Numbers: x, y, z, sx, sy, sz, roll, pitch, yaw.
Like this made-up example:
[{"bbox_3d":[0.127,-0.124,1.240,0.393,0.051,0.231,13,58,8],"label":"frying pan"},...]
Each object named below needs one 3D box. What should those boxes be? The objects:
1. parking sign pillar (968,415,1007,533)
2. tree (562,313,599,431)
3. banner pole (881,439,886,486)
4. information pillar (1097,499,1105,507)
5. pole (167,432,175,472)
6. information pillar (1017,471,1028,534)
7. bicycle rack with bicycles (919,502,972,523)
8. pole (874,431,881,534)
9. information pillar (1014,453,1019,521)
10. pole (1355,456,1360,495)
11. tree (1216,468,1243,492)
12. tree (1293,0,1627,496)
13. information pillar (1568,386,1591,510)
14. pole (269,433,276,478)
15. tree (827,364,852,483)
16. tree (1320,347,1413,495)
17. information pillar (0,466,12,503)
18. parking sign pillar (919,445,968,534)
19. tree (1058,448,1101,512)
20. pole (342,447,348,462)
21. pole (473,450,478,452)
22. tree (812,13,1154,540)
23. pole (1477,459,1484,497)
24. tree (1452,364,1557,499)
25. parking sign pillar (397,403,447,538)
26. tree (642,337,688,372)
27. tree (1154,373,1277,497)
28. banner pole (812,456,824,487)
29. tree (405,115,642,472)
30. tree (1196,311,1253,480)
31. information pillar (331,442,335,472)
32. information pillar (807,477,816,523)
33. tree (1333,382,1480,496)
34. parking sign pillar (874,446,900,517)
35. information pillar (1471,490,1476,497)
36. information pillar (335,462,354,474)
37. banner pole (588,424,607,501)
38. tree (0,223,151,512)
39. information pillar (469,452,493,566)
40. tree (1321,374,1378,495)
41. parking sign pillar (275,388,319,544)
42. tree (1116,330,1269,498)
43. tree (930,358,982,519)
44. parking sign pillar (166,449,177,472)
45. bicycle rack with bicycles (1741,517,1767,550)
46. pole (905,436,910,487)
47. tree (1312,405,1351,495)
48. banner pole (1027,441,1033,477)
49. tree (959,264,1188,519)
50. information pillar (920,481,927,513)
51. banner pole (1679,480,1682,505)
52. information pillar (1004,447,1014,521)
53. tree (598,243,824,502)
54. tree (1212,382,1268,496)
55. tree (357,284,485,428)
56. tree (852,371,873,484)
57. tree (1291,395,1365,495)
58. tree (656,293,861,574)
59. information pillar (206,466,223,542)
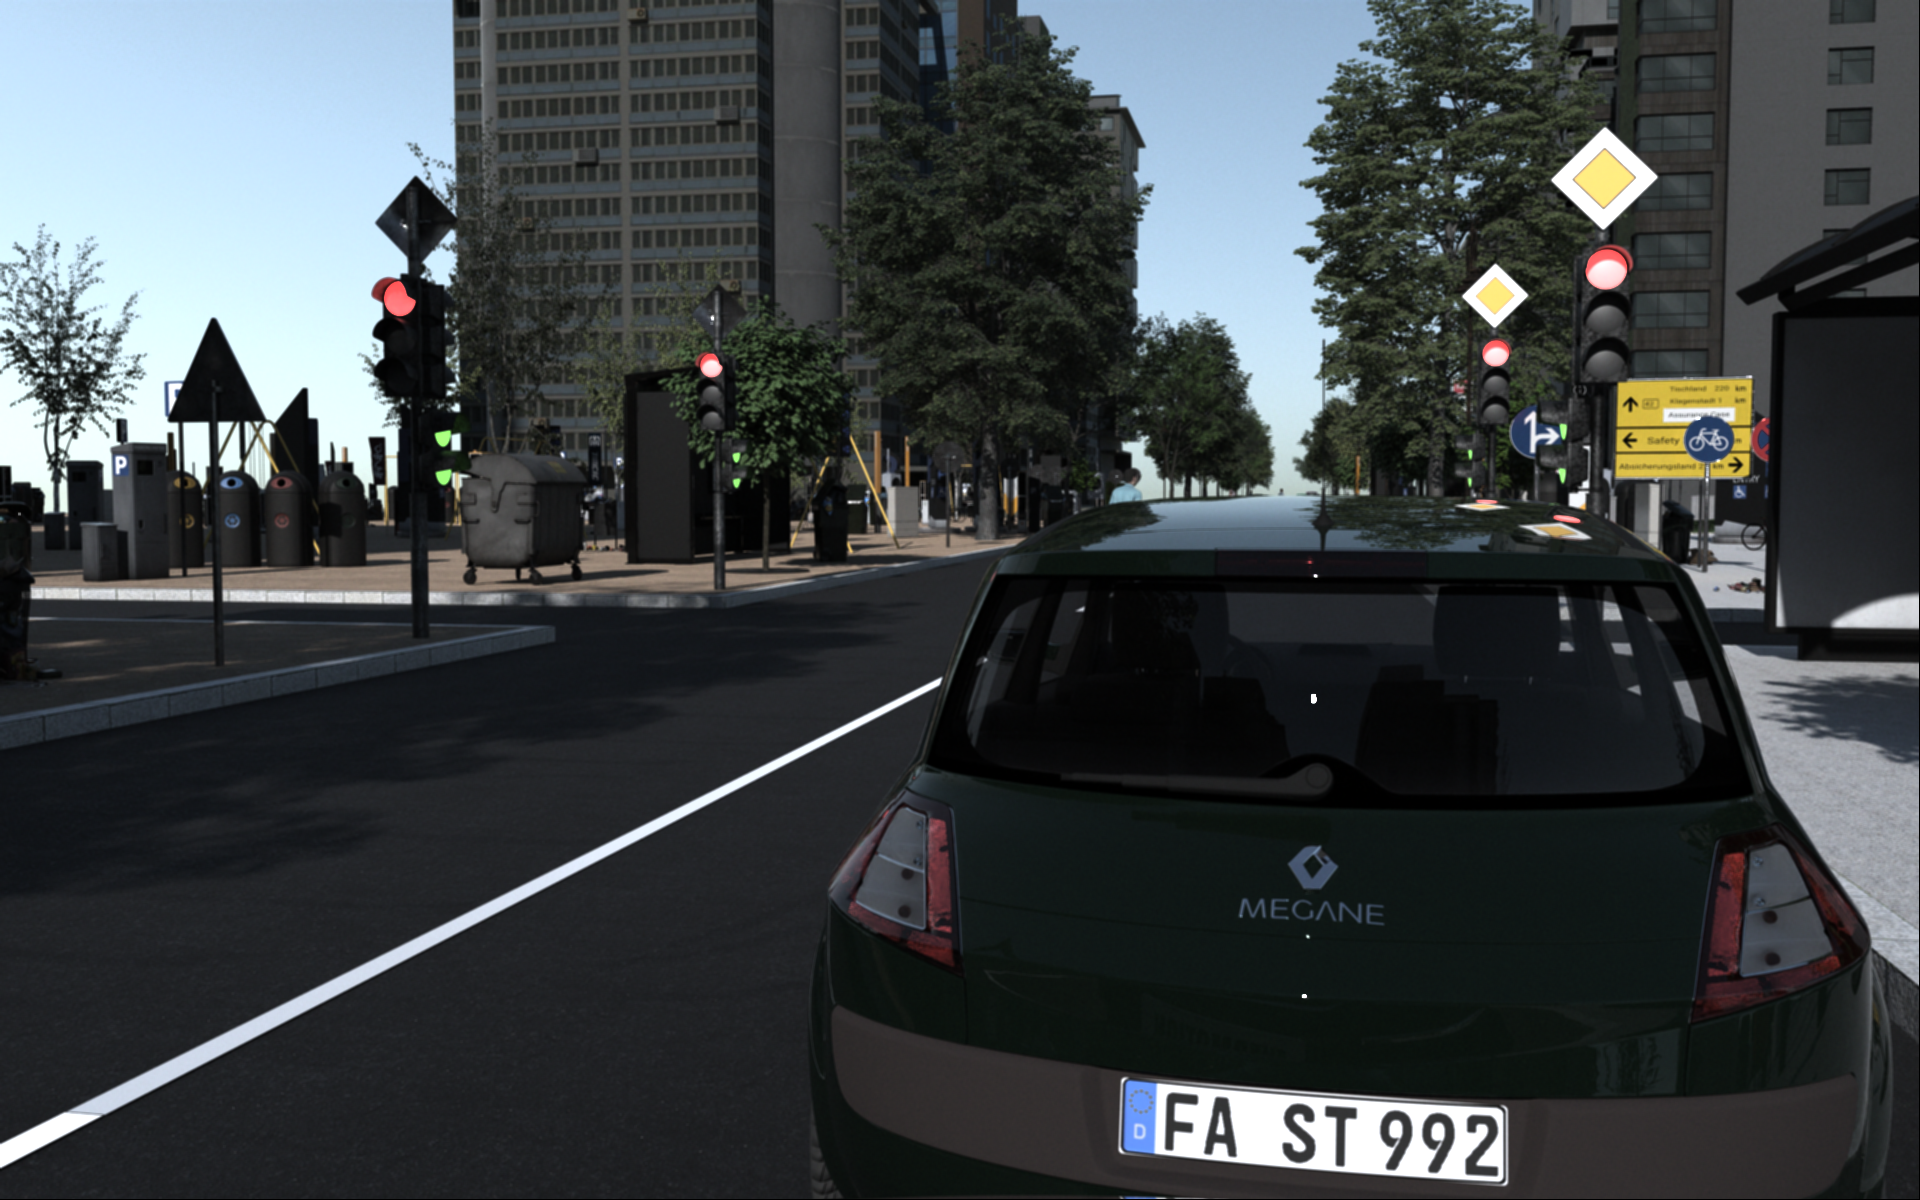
[{"bbox_3d":[0.867,-4.270,58.293,1.447,3.967,1.447,-1,4,-21],"label":"parking sign pillar"},{"bbox_3d":[-12.733,-7.031,65.318,4.737,8.622,4.395,0,3,0],"label":"tree"},{"bbox_3d":[-3.494,-5.429,78.780,0.401,3.779,0.863,1,4,16],"label":"banner pole"},{"bbox_3d":[6.609,-4.695,81.250,0.304,2.012,0.304,2,4,30],"label":"information pillar"},{"bbox_3d":[-26.081,-3.882,57.313,0.158,3.312,0.155,0,3,0],"label":"pole"},{"bbox_3d":[2.008,-3.126,55.596,0.304,2.012,0.304,0,4,7],"label":"information pillar"},{"bbox_3d":[-0.850,-3.978,78.428,2.925,0.926,2.852,-2,4,-25],"label":"bicycle rack with bicycles"},{"bbox_3d":[-2.669,-3.810,56.139,0.158,3.312,0.155,0,3,0],"label":"pole"},{"bbox_3d":[2.548,-5.503,81.330,0.504,3.616,0.183,-2,4,-24],"label":"information pillar"},{"bbox_3d":[21.292,-6.050,92.759,0.158,3.312,0.155,0,3,0],"label":"pole"},{"bbox_3d":[29.778,-12.638,190.347,4.285,4.588,4.351,0,3,0],"label":"tree"},{"bbox_3d":[10.667,-7.303,37.524,7.486,12.596,7.792,0,3,0],"label":"tree"},{"bbox_3d":[10.700,-2.348,29.742,0.504,3.616,0.183,1,4,13],"label":"information pillar"},{"bbox_3d":[-22.981,-3.922,57.964,0.158,3.312,0.155,0,3,0],"label":"pole"},{"bbox_3d":[-7.662,-7.391,71.208,4.737,8.622,4.395,0,3,0],"label":"tree"},{"bbox_3d":[20.640,-8.218,84.733,4.360,8.622,3.978,0,3,0],"label":"tree"},{"bbox_3d":[-24.890,-2.481,45.061,0.304,2.012,0.304,0,4,8],"label":"information pillar"},{"bbox_3d":[-0.701,-4.138,56.128,1.447,3.967,1.447,-1,4,-12],"label":"parking sign pillar"},{"bbox_3d":[5.111,-4.744,72.167,1.663,3.219,1.824,0,3,0],"label":"tree"},{"bbox_3d":[-26.766,-4.991,75.444,0.158,3.312,0.155,0,3,0],"label":"pole"},{"bbox_3d":[-22.339,-5.269,79.984,0.158,3.312,0.155,0,3,0],"label":"pole"},{"bbox_3d":[0.788,-8.646,48.011,9.857,13.997,8.962,0,3,0],"label":"tree"},{"bbox_3d":[18.746,-4.191,62.359,0.158,3.312,0.155,0,3,0],"label":"pole"},{"bbox_3d":[8.259,-1.920,25.992,1.663,3.219,1.824,0,3,0],"label":"tree"},{"bbox_3d":[-15.939,-3.839,51.234,1.447,3.967,1.447,1,4,9],"label":"parking sign pillar"},{"bbox_3d":[-13.680,-7.925,79.936,4.360,8.622,3.978,0,3,0],"label":"tree"},{"bbox_3d":[21.576,-14.435,153.023,9.611,12.733,9.660,0,3,0],"label":"tree"},{"bbox_3d":[-6.508,-5.440,78.963,0.863,3.779,0.401,-3,5,-39],"label":"banner pole"},{"bbox_3d":[-8.949,-5.120,34.075,4.360,8.622,3.978,0,3,0],"label":"tree"},{"bbox_3d":[16.153,-13.214,122.696,9.857,13.997,8.962,0,3,0],"label":"tree"},{"bbox_3d":[-28.230,-5.301,78.024,0.183,3.616,0.504,-1,4,-10],"label":"information pillar"},{"bbox_3d":[-6.498,-4.368,75.913,0.304,2.012,0.304,-2,4,-33],"label":"information pillar"},{"bbox_3d":[12.663,-3.903,47.532,4.285,4.588,4.351,0,3,0],"label":"tree"},{"bbox_3d":[-3.615,-5.965,86.003,1.447,3.967,1.447,0,4,-5],"label":"parking sign pillar"},{"bbox_3d":[21.585,-4.983,72.823,0.183,3.616,0.504,0,4,-3],"label":"information pillar"},{"bbox_3d":[-14.140,-2.161,39.830,0.304,2.012,0.304,3,5,43],"label":"information pillar"},{"bbox_3d":[-12.974,-4.425,62.365,0.863,3.779,0.401,0,4,-4],"label":"banner pole"},{"bbox_3d":[-25.027,-5.988,48.267,4.360,8.622,3.978,0,3,0],"label":"tree"},{"bbox_3d":[-8.417,-1.591,30.508,0.304,2.012,0.304,2,4,28],"label":"information pillar"},{"bbox_3d":[23.345,-9.124,99.534,4.737,8.622,4.395,0,3,0],"label":"tree"},{"bbox_3d":[-17.046,-3.429,44.533,1.447,3.967,1.447,3,4,36],"label":"parking sign pillar"},{"bbox_3d":[13.530,-11.343,111.218,9.928,11.665,9.643,0,3,0],"label":"tree"},{"bbox_3d":[0.053,-8.372,87.245,4.360,8.622,3.978,0,3,0],"label":"tree"},{"bbox_3d":[-47.418,-7.031,103.423,1.447,3.967,1.447,1,4,22],"label":"parking sign pillar"},{"bbox_3d":[19.562,-1.562,38.921,2.852,0.926,2.925,-2,4,-27],"label":"bicycle rack with bicycles"},{"bbox_3d":[-1.862,-4.122,61.231,0.158,3.312,0.155,0,3,0],"label":"pole"},{"bbox_3d":[39.445,-14.851,177.223,7.601,10.594,8.767,-1,4,-21],"label":"tree"},{"bbox_3d":[3.256,-5.553,80.807,0.401,3.779,0.863,-1,4,-15],"label":"banner pole"},{"bbox_3d":[4.064,-8.011,65.397,8.767,10.594,7.601,-1,4,-16],"label":"tree"},{"bbox_3d":[-2.024,-5.634,96.602,0.304,2.012,0.304,2,4,27],"label":"information pillar"},{"bbox_3d":[30.008,-5.020,72.094,0.401,3.779,0.863,1,4,21],"label":"banner pole"},{"bbox_3d":[2.209,-5.450,80.455,0.183,3.616,0.504,2,4,31],"label":"information pillar"},{"bbox_3d":[-7.377,-6.180,51.402,4.737,8.622,4.395,0,3,0],"label":"tree"},{"bbox_3d":[25.514,-15.979,171.630,12.009,13.543,11.850,0,3,0],"label":"tree"},{"bbox_3d":[-18.291,-6.704,59.971,4.737,8.622,4.395,0,3,0],"label":"tree"},{"bbox_3d":[-6.838,-8.960,96.853,4.737,8.622,4.395,0,3,0],"label":"tree"},{"bbox_3d":[43.515,-17.323,200.239,9.611,12.733,9.660,0,3,0],"label":"tree"},{"bbox_3d":[-3.273,-2.734,28.409,4.285,4.588,4.351,0,3,0],"label":"tree"},{"bbox_3d":[-19.782,-2.540,46.018,0.304,2.012,0.304,2,4,26],"label":"information pillar"}]
